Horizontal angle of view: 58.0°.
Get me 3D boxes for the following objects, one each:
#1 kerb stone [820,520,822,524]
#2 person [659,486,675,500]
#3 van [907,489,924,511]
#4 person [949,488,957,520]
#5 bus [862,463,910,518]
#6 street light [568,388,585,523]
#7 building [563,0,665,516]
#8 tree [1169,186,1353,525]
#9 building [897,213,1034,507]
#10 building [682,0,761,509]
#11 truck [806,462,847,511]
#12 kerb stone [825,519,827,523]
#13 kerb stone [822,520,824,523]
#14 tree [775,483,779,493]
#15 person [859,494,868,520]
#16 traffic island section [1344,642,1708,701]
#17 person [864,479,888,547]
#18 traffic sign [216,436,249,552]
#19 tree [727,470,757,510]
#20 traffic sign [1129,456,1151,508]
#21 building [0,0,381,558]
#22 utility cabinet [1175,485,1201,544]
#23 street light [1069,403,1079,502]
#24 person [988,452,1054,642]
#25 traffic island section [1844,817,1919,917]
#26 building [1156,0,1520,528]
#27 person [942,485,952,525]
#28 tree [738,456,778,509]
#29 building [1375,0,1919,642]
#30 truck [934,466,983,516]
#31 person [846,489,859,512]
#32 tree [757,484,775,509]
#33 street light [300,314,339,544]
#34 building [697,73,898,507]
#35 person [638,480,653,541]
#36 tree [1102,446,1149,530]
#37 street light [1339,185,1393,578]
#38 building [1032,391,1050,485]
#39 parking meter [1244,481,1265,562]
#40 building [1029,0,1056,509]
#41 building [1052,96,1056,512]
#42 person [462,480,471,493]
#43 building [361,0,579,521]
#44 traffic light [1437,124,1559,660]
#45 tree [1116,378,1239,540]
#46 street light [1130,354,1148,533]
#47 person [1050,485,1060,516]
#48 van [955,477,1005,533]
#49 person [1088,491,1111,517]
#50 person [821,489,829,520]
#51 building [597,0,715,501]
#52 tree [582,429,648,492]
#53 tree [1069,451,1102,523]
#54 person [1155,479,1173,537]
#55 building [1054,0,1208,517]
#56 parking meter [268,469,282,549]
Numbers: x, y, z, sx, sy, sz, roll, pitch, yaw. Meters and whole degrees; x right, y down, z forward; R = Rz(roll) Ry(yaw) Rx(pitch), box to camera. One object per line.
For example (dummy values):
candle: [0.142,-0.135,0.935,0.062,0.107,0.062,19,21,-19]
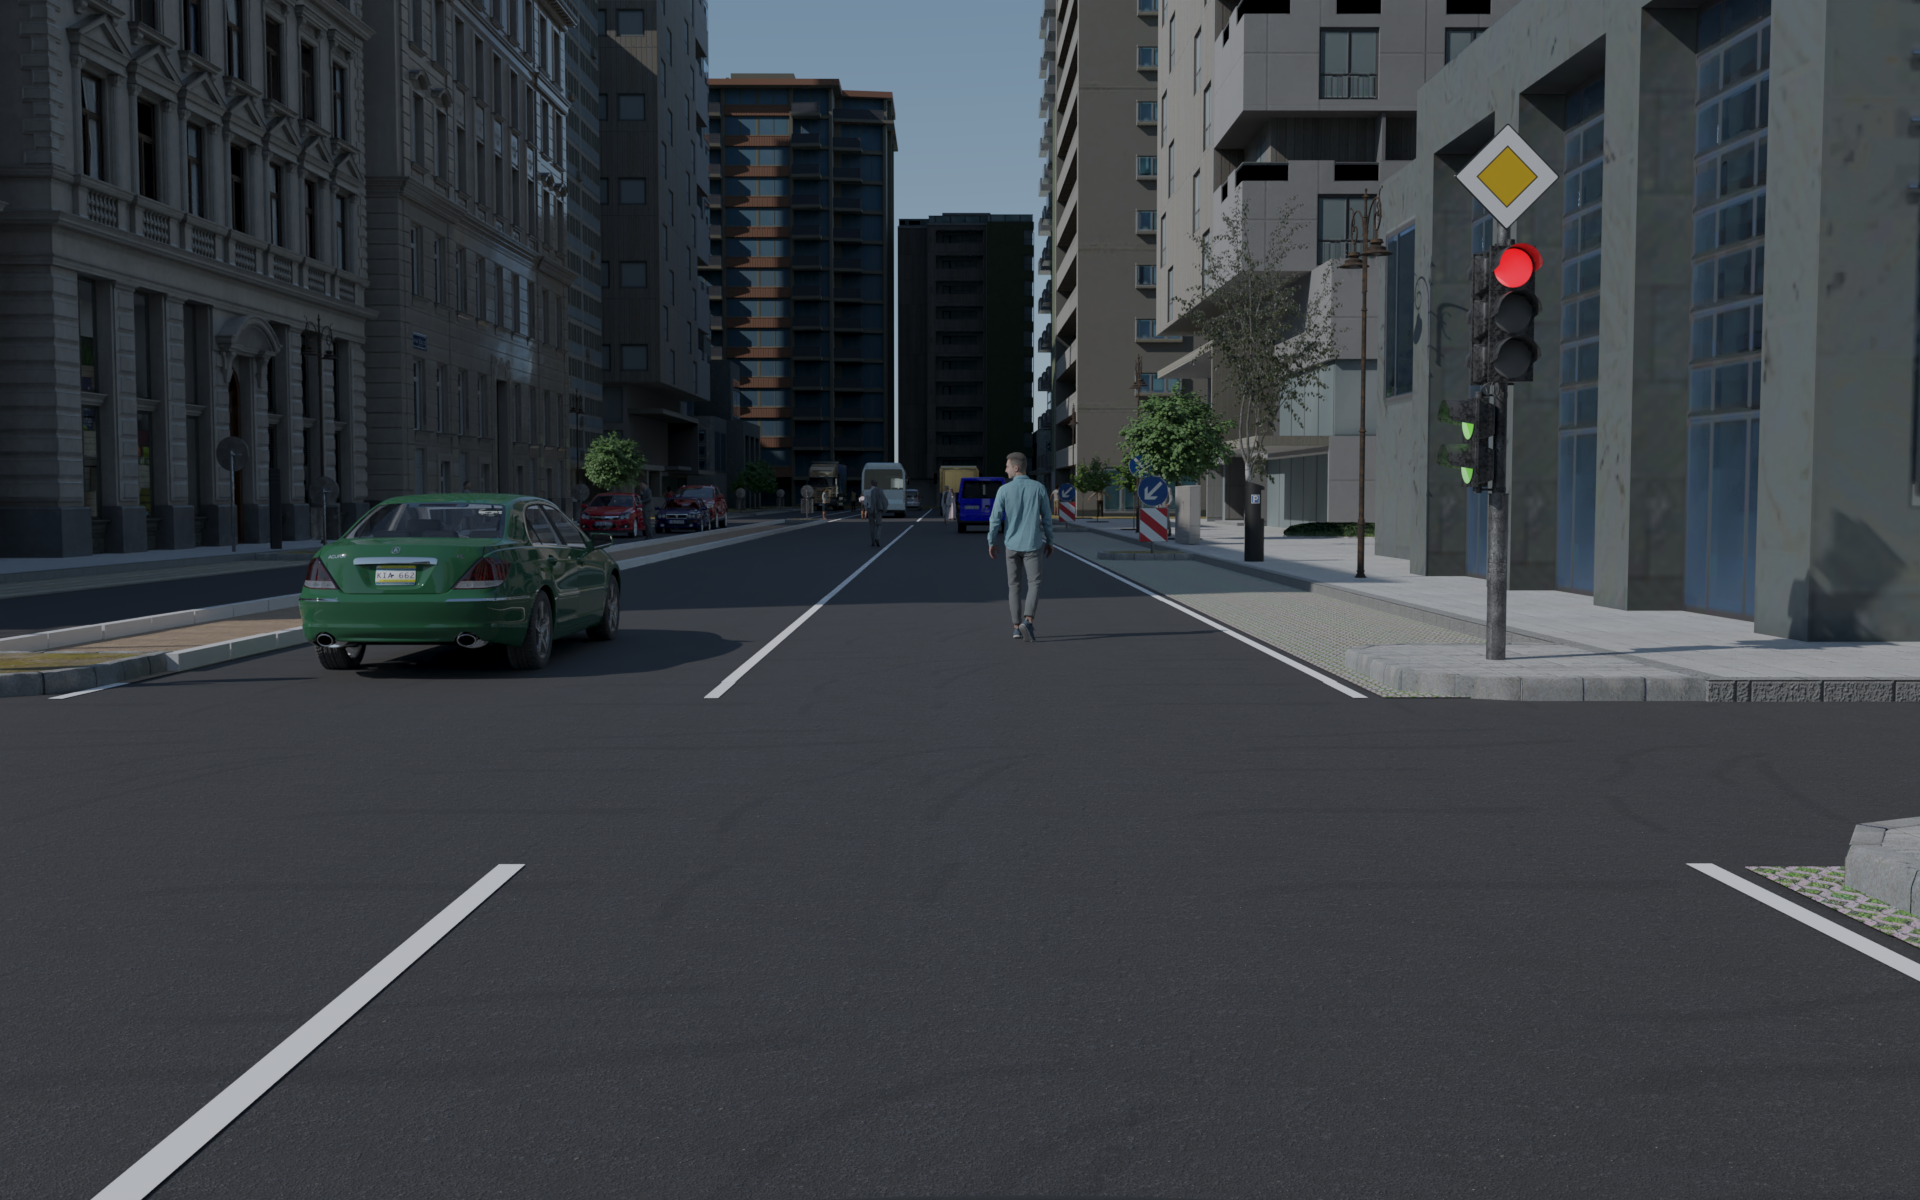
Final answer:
kerb stone: [-6.754,-3.665,82.117,0.120,0.150,1.000,0,4,0]
person: [-17.329,-5.894,103.093,1.217,1.739,0.721,-1,4,-19]
van: [-4.192,-8.759,150.223,2.013,2.044,4.112,0,4,1]
person: [-0.464,-5.177,93.810,0.551,1.740,0.621,-3,5,-40]
bus: [-4.640,-6.951,108.509,2.948,3.499,13.247,0,4,-1]
street light: [-16.722,-6.297,75.748,0.468,5.910,1.993,0,4,0]
building: [-34.320,-24.981,100.324,32.217,40.220,23.993,0,4,0]
tree: [7.309,-5.627,42.370,4.360,8.622,3.978,0,3,0]
building: [0.500,-25.015,180.688,14.107,30.474,14.160,0,4,0]
building: [-34.372,-51.252,150.649,31.000,86.520,22.319,0,4,0]
truck: [-11.574,-9.937,151.384,2.839,4.237,11.283,0,4,1]
kerb stone: [-6.772,-3.849,85.207,0.120,0.150,1.000,0,4,0]
kerb stone: [-6.757,-3.727,83.139,0.120,0.150,1.000,0,4,0]
tree: [-17.127,-9.926,156.898,1.663,3.219,1.824,0,3,0]
person: [-5.353,-5.171,96.231,0.799,1.438,0.628,3,5,40]
traffic island section: [4.178,0.541,13.439,2.009,0.180,2.903,0,4,0]
person: [-2.295,-2.372,47.380,0.679,1.850,0.850,0,4,-2]
traffic sign: [-16.099,-2.337,38.322,0.768,2.556,0.104,0,4,6]
tree: [-17.803,-8.906,140.207,1.663,3.219,1.824,0,3,0]
traffic sign: [5.617,-3.284,53.792,0.768,2.556,0.104,0,3,0]
building: [-22.838,-13.110,43.221,11.050,23.489,19.941,0,4,0]
utility cabinet: [5.802,-2.175,44.234,0.318,1.500,1.173,-1,4,-11]
street light: [5.756,-7.050,88.052,0.468,5.910,1.993,0,4,0]
person: [0.578,-0.530,17.023,0.638,1.841,0.748,1,4,14]
traffic island section: [4.227,1.029,5.454,2.009,0.180,2.903,0,4,0]
building: [22.624,-29.215,66.901,28.713,52.752,27.495,0,4,0]
person: [-0.621,-4.476,81.558,0.514,1.842,0.818,0,4,3]
tree: [-17.090,-9.963,146.605,4.285,4.588,4.351,0,3,0]
building: [22.780,-43.483,23.613,31.000,86.520,22.319,0,4,0]
truck: [-0.092,-7.478,118.196,3.469,3.379,9.791,0,4,-1]
person: [-8.703,-8.100,141.035,1.348,1.812,0.705,-3,4,-38]
tree: [-17.618,-9.587,151.346,1.663,3.219,1.824,0,3,0]
street light: [-16.485,-4.398,44.695,0.468,5.910,1.993,0,4,0]
building: [-21.154,-32.336,183.319,28.867,44.769,22.147,0,4,0]
person: [-9.547,-2.703,52.498,0.447,1.846,0.655,-1,4,-23]
tree: [6.066,-4.101,61.645,1.663,3.219,1.824,0,3,0]
street light: [6.133,-3.275,26.337,0.468,5.910,1.993,0,4,0]
building: [23.165,-53.155,181.748,31.000,86.520,22.319,0,4,0]
parking meter: [5.596,-1.499,32.915,0.372,1.533,0.369,0,3,0]
building: [18.174,-32.308,147.846,23.786,49.044,30.456,0,4,0]
building: [13.613,-21.679,126.145,14.160,30.474,14.107,0,4,0]
person: [-16.301,-3.086,57.253,0.466,1.731,0.760,1,4,15]
building: [-23.198,-16.428,65.867,12.463,27.353,25.104,0,4,0]
traffic light: [4.138,-1.493,13.325,0.839,4.253,0.868,0,4,0]
tree: [6.113,-3.993,48.999,4.285,4.588,4.351,0,3,0]
street light: [5.886,-5.163,57.204,0.468,5.910,1.993,0,4,0]
person: [5.759,-5.903,102.561,0.705,1.824,1.348,-3,5,-39]
van: [0.885,-3.726,65.307,2.240,2.365,5.245,0,4,1]
person: [7.747,-5.490,95.818,1.348,1.823,0.705,-1,4,-9]
person: [-7.425,-5.311,96.117,0.721,1.735,1.217,0,4,6]
building: [-33.165,-32.808,125.644,28.713,52.752,27.495,0,4,0]
tree: [-17.380,-6.332,87.249,4.285,4.588,4.351,0,3,0]
tree: [6.139,-5.134,78.542,1.663,3.219,1.824,0,3,0]
person: [6.117,-2.796,52.030,0.678,1.792,0.850,2,4,34]
building: [17.195,-29.564,107.065,21.300,48.544,21.600,0,4,0]
parking meter: [-15.981,-2.123,40.424,0.255,1.863,0.399,-1,4,-23]
